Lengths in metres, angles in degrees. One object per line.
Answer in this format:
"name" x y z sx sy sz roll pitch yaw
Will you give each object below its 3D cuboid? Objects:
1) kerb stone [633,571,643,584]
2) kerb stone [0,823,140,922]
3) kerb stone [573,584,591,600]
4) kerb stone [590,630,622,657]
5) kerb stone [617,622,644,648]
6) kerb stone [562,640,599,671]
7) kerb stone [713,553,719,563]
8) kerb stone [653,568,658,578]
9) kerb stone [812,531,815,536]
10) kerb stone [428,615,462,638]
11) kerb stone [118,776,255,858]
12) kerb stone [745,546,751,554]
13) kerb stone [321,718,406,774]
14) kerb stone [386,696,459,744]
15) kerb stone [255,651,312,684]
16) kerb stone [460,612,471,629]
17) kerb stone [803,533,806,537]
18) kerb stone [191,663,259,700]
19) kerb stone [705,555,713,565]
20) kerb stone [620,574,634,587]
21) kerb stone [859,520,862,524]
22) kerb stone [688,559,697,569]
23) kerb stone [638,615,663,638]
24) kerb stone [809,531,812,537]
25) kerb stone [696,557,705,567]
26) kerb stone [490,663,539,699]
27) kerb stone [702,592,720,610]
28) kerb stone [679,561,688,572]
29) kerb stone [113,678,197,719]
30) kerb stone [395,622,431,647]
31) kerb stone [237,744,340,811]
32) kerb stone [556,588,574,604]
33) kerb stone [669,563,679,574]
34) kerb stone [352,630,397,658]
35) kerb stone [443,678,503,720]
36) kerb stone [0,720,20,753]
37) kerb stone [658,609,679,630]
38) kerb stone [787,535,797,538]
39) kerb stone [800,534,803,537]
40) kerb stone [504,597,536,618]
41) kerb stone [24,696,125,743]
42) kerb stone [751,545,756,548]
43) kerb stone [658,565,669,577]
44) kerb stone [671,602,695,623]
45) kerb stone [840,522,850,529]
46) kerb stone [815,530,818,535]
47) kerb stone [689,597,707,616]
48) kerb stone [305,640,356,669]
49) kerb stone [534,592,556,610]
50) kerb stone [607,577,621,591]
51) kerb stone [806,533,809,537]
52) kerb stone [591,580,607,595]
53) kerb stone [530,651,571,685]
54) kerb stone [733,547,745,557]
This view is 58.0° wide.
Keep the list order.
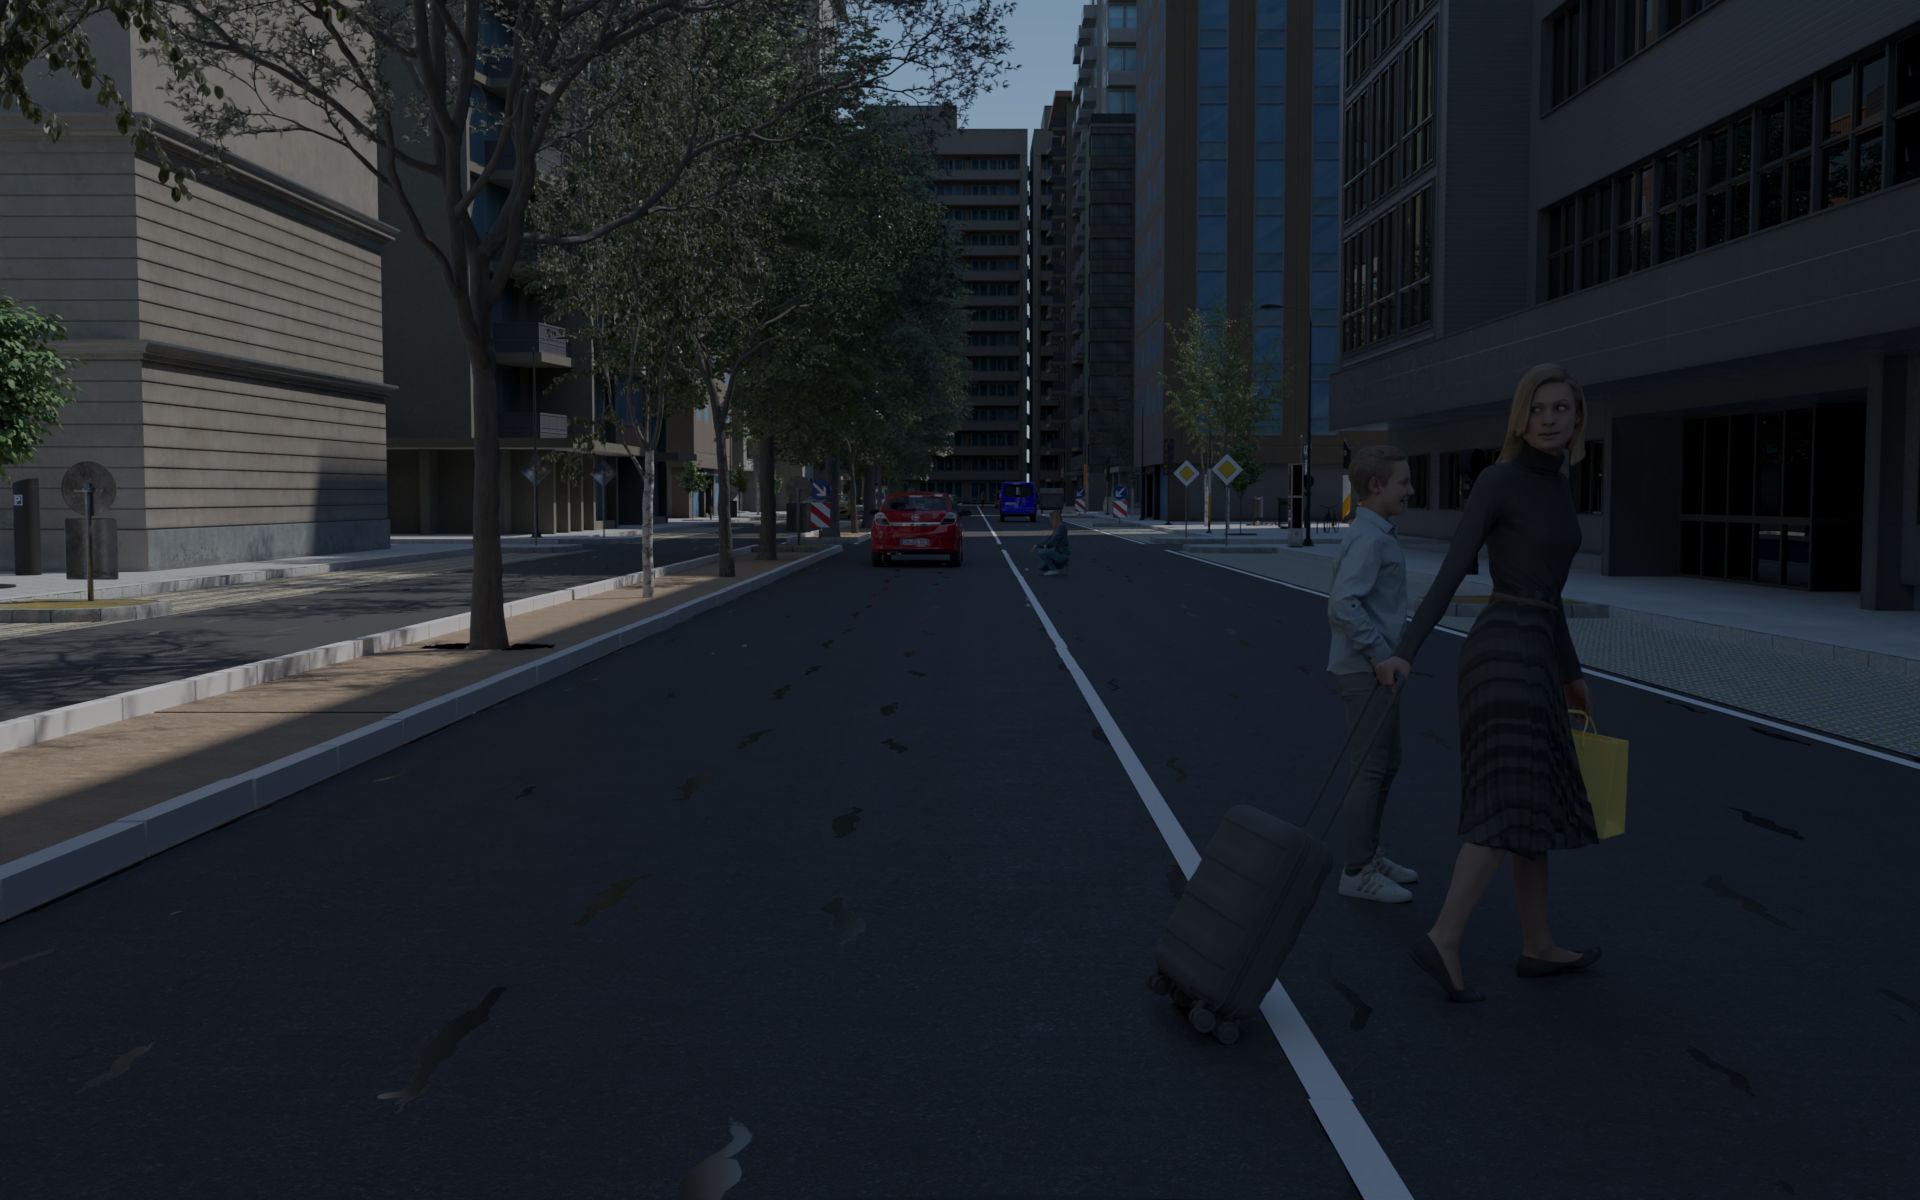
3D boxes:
"kerb stone" -5.232 -0.343 27.828 0.120 0.150 1.000 0 4 0
"kerb stone" -3.258 0.977 6.290 0.120 0.150 1.000 0 4 0
"kerb stone" -5.255 -0.093 23.713 0.120 0.150 1.000 0 4 0
"kerb stone" -3.207 0.410 15.503 0.120 0.150 1.000 0 4 0
"kerb stone" -3.194 0.348 16.529 0.120 0.150 1.000 0 4 0
"kerb stone" -3.210 0.474 14.481 0.120 0.150 1.000 0 4 0
"kerb stone" -5.183 -0.844 36.048 0.120 0.150 1.000 0 4 0
"kerb stone" -5.224 -0.405 28.859 0.120 0.150 1.000 0 4 0
"kerb stone" -5.052 -2.196 58.093 0.120 0.150 1.000 0 4 0
"kerb stone" -5.288 0.283 17.573 0.120 0.150 1.000 0 4 0
"kerb stone" -3.255 0.910 7.311 0.120 0.150 1.000 0 4 0
"kerb stone" -5.158 -1.158 41.166 0.120 0.150 1.000 0 4 0
"kerb stone" -3.233 0.789 9.356 0.120 0.150 1.000 0 4 0
"kerb stone" -3.233 0.722 10.391 0.120 0.150 1.000 0 4 0
"kerb stone" -5.316 0.535 13.477 0.120 0.150 1.000 0 4 0
"kerb stone" -5.285 0.224 18.596 0.120 0.150 1.000 0 4 0
"kerb stone" -5.072 -2.007 55.010 0.120 0.150 1.000 0 4 0
"kerb stone" -5.324 0.598 12.445 0.120 0.150 1.000 0 4 0
"kerb stone" -5.190 -0.784 35.019 0.120 0.150 1.000 0 4 0
"kerb stone" -5.240 -0.279 26.805 0.120 0.150 1.000 0 4 0
"kerb stone" -4.877 -3.952 86.816 0.120 0.150 1.000 0 4 0
"kerb stone" -5.197 -0.656 32.970 0.120 0.150 1.000 0 4 0
"kerb stone" -3.190 0.288 17.555 0.120 0.150 1.000 0 4 0
"kerb stone" -5.061 -2.124 57.059 0.120 0.150 1.000 0 4 0
"kerb stone" -5.194 -0.717 33.992 0.120 0.150 1.000 0 4 0
"kerb stone" -3.227 0.597 12.435 0.120 0.150 1.000 0 4 0
"kerb stone" -3.166 0.034 21.645 0.120 0.150 1.000 0 4 0
"kerb stone" -5.207 -0.596 31.944 0.120 0.150 1.000 0 4 0
"kerb stone" -5.330 0.659 11.418 0.120 0.150 1.000 0 4 0
"kerb stone" -5.293 0.345 16.551 0.120 0.150 1.000 0 4 0
"kerb stone" -3.241 0.852 8.334 0.120 0.150 1.000 0 4 0
"kerb stone" -5.263 -0.026 22.692 0.120 0.150 1.000 0 4 0
"kerb stone" -5.206 -0.533 30.915 0.120 0.150 1.000 0 4 0
"kerb stone" -5.302 0.408 15.530 0.120 0.150 1.000 0 4 0
"kerb stone" -3.226 0.659 11.413 0.120 0.150 1.000 0 4 0
"kerb stone" -5.337 0.784 9.371 0.120 0.150 1.000 0 4 0
"kerb stone" -3.182 0.231 18.578 0.120 0.150 1.000 0 4 0
"kerb stone" -5.083 -1.819 51.943 0.120 0.150 1.000 0 4 0
"kerb stone" -5.073 -1.944 53.988 0.120 0.150 1.000 0 4 0
"kerb stone" -5.273 0.095 20.644 0.120 0.150 1.000 0 4 0
"kerb stone" -5.334 0.722 10.393 0.120 0.150 1.000 0 4 0
"kerb stone" -5.150 -1.222 42.193 0.120 0.150 1.000 0 4 0
"kerb stone" -5.219 -0.470 29.888 0.120 0.150 1.000 0 4 0
"kerb stone" -3.173 0.159 19.599 0.120 0.150 1.000 0 4 0
"kerb stone" -4.949 -3.198 74.490 0.120 0.150 1.000 0 4 0
"kerb stone" -5.047 -2.258 59.115 0.120 0.150 1.000 0 4 0
"kerb stone" -3.175 0.096 20.623 0.120 0.150 1.000 0 4 0
"kerb stone" -5.313 0.472 14.498 0.120 0.150 1.000 0 4 0
"kerb stone" -5.268 0.032 21.666 0.120 0.150 1.000 0 4 0
"kerb stone" -5.242 -0.213 25.769 0.120 0.150 1.000 0 4 0
"kerb stone" -5.063 -2.070 56.037 0.120 0.150 1.000 0 4 0
"kerb stone" -5.247 -0.152 24.739 0.120 0.150 1.000 0 4 0
"kerb stone" -3.215 0.537 13.459 0.120 0.150 1.000 0 4 0
"kerb stone" -5.158 -1.097 40.136 0.120 0.150 1.000 0 4 0
